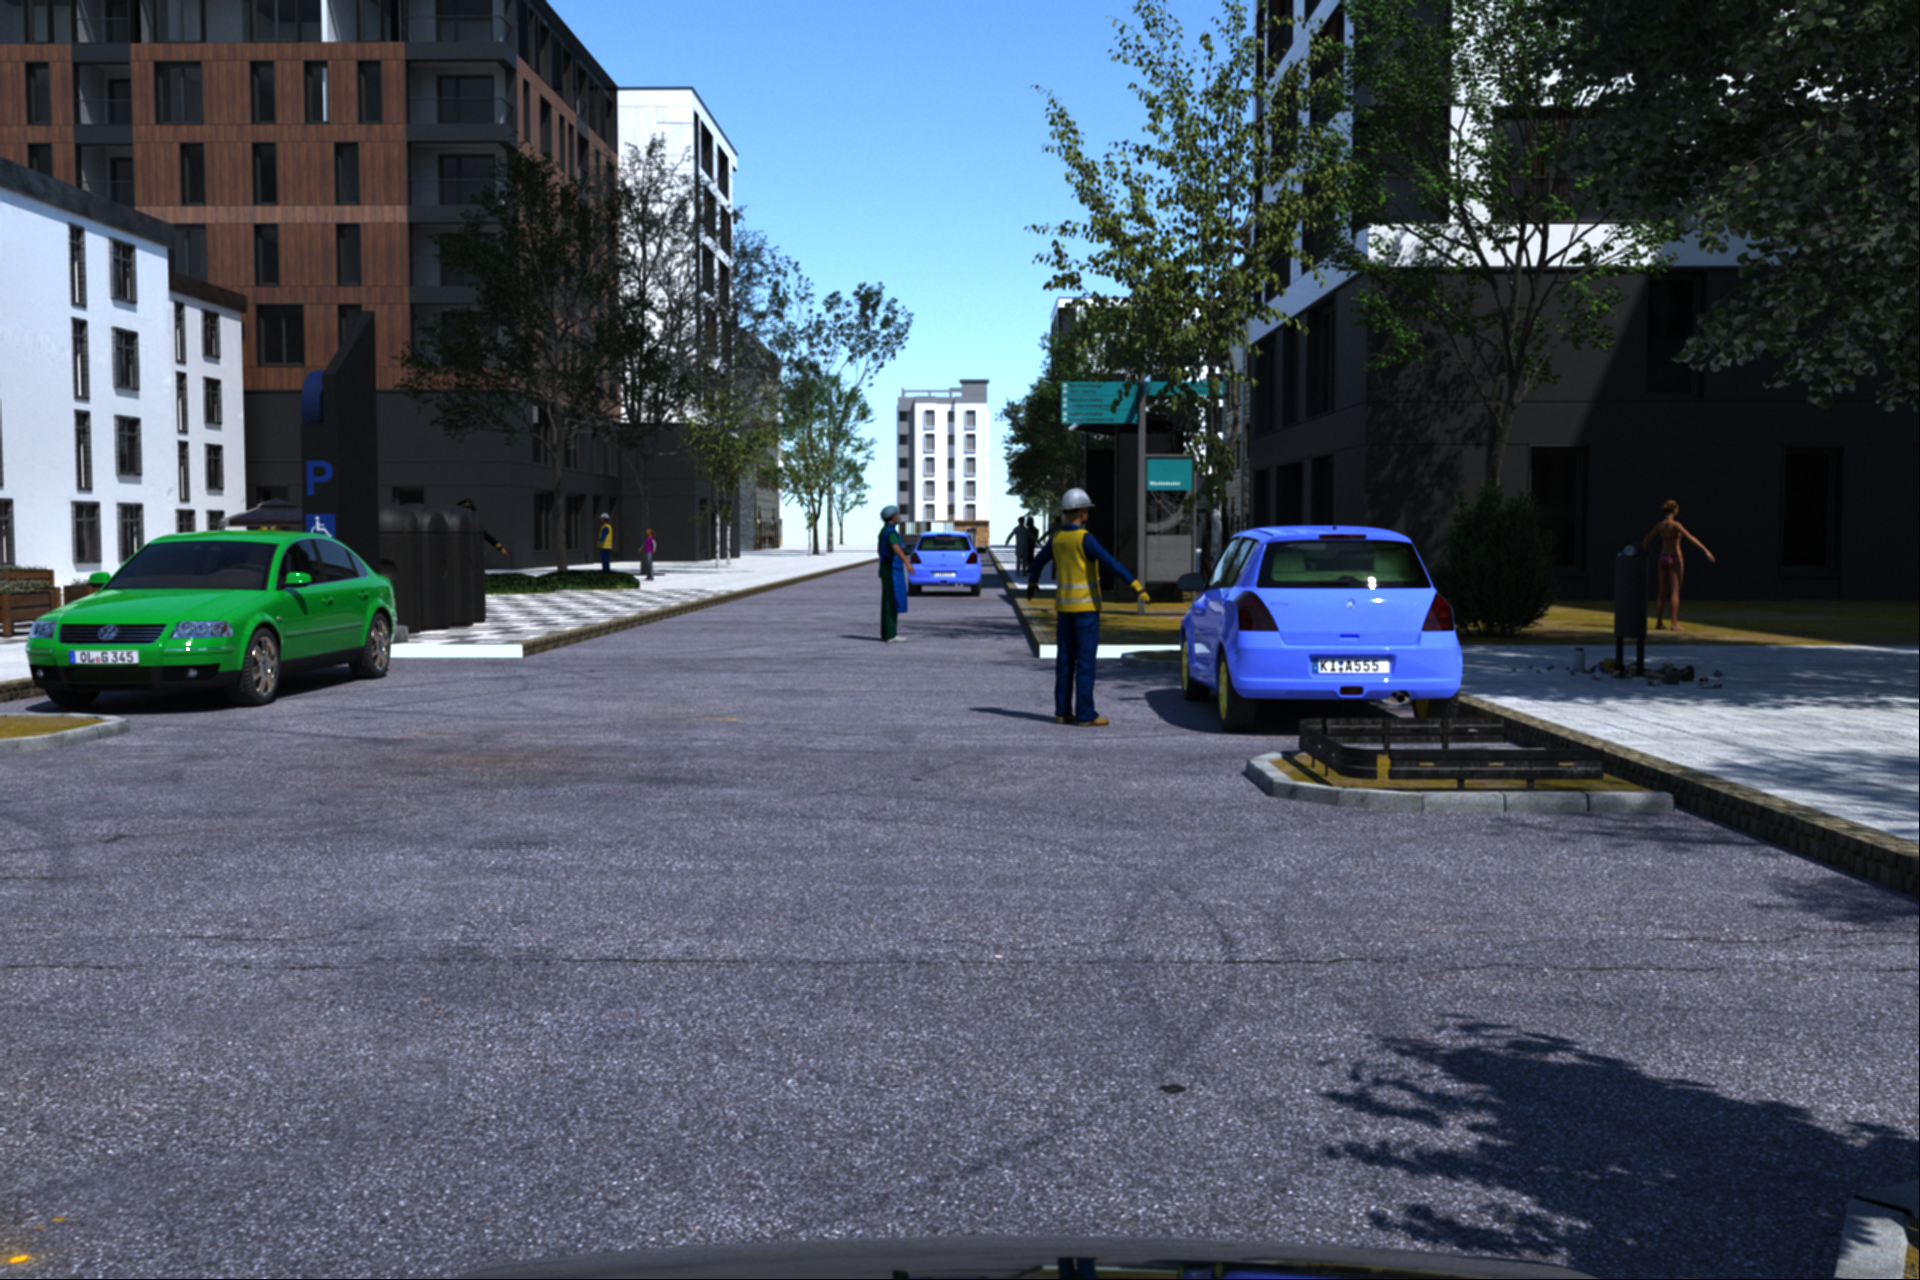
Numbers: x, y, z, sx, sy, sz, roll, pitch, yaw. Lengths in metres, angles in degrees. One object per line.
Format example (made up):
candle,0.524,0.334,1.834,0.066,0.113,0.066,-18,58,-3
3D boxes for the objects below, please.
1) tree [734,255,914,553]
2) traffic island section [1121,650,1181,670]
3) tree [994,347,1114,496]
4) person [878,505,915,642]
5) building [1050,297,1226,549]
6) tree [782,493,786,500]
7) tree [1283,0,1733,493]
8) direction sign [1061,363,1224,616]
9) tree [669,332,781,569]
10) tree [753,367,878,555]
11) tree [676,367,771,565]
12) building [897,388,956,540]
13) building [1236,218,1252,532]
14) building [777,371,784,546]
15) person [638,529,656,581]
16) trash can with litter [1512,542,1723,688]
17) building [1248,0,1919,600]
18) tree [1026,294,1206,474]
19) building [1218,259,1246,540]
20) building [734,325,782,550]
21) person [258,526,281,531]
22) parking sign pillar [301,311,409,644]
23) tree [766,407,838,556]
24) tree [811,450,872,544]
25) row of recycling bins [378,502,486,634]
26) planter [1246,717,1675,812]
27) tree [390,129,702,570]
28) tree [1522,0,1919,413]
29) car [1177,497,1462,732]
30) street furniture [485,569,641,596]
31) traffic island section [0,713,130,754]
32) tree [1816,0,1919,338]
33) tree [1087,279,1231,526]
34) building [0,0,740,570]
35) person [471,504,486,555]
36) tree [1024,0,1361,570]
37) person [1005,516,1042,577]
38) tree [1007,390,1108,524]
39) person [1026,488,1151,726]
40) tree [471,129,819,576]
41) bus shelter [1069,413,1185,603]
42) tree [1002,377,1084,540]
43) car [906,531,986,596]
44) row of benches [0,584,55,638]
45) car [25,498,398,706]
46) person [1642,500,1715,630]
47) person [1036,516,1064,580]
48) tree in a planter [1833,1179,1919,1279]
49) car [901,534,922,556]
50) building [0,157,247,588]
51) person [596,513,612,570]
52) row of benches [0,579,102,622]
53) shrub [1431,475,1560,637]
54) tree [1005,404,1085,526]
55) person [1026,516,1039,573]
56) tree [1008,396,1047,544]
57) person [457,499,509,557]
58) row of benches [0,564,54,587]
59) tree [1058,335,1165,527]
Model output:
tree,-10.378,-16.123,119.495,12.611,20.169,13.585,0,3,0
traffic island section,2.799,0.228,19.131,1.991,0.108,1.994,0,4,1
tree,5.795,-9.312,86.666,7.601,10.594,8.767,2,4,27
person,-0.893,-0.889,23.116,0.704,1.817,1.347,-1,4,-18
building,22.491,-19.685,165.820,27.936,21.610,32.646,0,4,0
tree,-23.176,-16.172,214.770,4.360,8.622,3.978,0,3,0
tree,8.958,-6.281,28.442,9.928,11.665,9.643,0,3,0
direction sign,2.837,-2.309,26.522,2.525,3.948,1.411,0,4,1
tree,-8.720,-6.945,63.908,4.737,8.622,4.395,0,3,0
tree,-8.834,-11.064,106.648,9.928,11.665,9.643,0,3,0
tree,-9.506,-7.379,71.010,4.360,8.622,3.978,0,3,0
building,-7.516,-21.864,216.357,11.380,20.090,16.016,0,4,7
building,23.609,-15.167,78.903,19.493,23.208,18.063,0,4,0
building,-24.926,-19.856,181.070,16.016,20.090,11.380,0,4,1
person,-8.617,-2.353,47.732,0.599,1.433,0.991,-2,4,-35
trash can with litter,6.023,-0.268,15.437,1.678,1.210,2.233,0,4,0
building,21.839,-12.547,49.121,27.936,21.610,32.646,0,4,0
tree,6.608,-9.056,73.822,9.928,11.665,9.643,0,3,0
building,25.359,-16.293,97.312,19.493,23.208,18.063,0,4,1
building,-25.378,-19.197,144.804,19.493,23.208,18.063,0,3,0
person,-17.421,-2.329,43.843,1.354,1.858,0.705,1,4,10
parking sign pillar,-7.281,-1.951,20.366,1.447,3.967,1.447,0,4,2
tree,-8.829,-9.099,99.139,4.737,8.622,4.395,0,3,0
tree,-14.890,-17.682,214.858,9.928,11.665,9.643,0,3,0
row of recycling bins,-7.329,-1.017,23.744,1.069,1.692,3.534,0,4,2
planter,2.693,0.686,9.921,1.991,0.319,1.994,0,3,0
tree,-9.782,-6.517,40.967,7.601,10.594,8.767,-2,4,-26
tree,8.624,-6.503,12.987,9.857,13.997,8.962,0,3,0
car,2.749,-0.260,13.841,1.945,1.707,3.694,0,4,1
street furniture,-12.237,-1.387,38.303,10.072,0.657,5.734,0,4,-7
traffic island section,-6.999,0.662,12.049,1.991,0.108,1.994,0,4,0
tree,17.738,-6.234,27.677,9.928,11.665,9.643,0,3,0
tree,5.621,-6.070,49.604,4.737,8.622,4.395,0,3,0
building,-26.180,-14.292,77.642,27.936,21.610,32.646,0,4,1
person,-8.698,-1.508,30.807,0.704,1.843,1.345,-2,4,-28
tree,3.057,-4.380,21.971,4.737,8.622,4.395,0,3,0
person,1.870,-2.796,51.896,1.347,1.806,0.705,-2,4,-34
tree,6.388,-10.001,97.930,7.601,10.594,8.767,-3,5,-45
person,0.935,-0.253,13.053,0.721,1.772,1.216,-3,5,-44
tree,-9.779,-8.748,53.396,12.009,13.543,11.850,0,3,0
bus shelter,3.323,-2.686,35.203,1.731,3.624,6.357,0,4,-1
tree,6.641,-12.614,124.369,7.486,12.596,7.792,0,3,0
car,-0.342,-1.930,41.149,1.945,1.707,3.694,0,4,1
row of benches,-12.111,-0.302,20.405,1.422,0.672,4.104,0,4,2
car,-6.643,-0.429,15.811,1.959,1.807,4.718,0,4,1
person,9.562,-1.002,23.189,0.721,1.733,1.217,-2,4,-26
person,2.776,-2.607,48.902,1.348,1.796,0.705,1,4,18
tree in a planter,2.562,-0.331,2.633,1.991,3.239,1.994,0,4,0
car,-2.776,-5.760,103.955,2.009,1.686,4.222,0,4,0
building,-25.856,-6.424,47.179,9.099,9.664,28.070,0,4,0
person,-9.477,-2.456,46.129,0.705,1.833,1.349,0,4,-3
row of benches,-12.290,-0.579,24.923,1.422,0.672,4.104,2,4,35
shrub,6.715,-1.062,21.784,1.690,2.028,1.600,0,3,0
tree,6.382,-10.903,112.680,7.601,10.594,8.767,0,4,-5
person,2.275,-3.113,56.678,0.705,1.856,1.354,1,4,22
tree,11.658,-22.199,218.844,12.611,20.169,13.585,0,3,0
person,-7.837,-1.320,27.511,1.347,1.837,0.705,-3,5,-41
row of benches,-19.933,-1.141,34.121,1.422,0.672,4.104,2,4,27
tree,5.665,-6.966,64.259,4.360,8.622,3.978,0,3,0
